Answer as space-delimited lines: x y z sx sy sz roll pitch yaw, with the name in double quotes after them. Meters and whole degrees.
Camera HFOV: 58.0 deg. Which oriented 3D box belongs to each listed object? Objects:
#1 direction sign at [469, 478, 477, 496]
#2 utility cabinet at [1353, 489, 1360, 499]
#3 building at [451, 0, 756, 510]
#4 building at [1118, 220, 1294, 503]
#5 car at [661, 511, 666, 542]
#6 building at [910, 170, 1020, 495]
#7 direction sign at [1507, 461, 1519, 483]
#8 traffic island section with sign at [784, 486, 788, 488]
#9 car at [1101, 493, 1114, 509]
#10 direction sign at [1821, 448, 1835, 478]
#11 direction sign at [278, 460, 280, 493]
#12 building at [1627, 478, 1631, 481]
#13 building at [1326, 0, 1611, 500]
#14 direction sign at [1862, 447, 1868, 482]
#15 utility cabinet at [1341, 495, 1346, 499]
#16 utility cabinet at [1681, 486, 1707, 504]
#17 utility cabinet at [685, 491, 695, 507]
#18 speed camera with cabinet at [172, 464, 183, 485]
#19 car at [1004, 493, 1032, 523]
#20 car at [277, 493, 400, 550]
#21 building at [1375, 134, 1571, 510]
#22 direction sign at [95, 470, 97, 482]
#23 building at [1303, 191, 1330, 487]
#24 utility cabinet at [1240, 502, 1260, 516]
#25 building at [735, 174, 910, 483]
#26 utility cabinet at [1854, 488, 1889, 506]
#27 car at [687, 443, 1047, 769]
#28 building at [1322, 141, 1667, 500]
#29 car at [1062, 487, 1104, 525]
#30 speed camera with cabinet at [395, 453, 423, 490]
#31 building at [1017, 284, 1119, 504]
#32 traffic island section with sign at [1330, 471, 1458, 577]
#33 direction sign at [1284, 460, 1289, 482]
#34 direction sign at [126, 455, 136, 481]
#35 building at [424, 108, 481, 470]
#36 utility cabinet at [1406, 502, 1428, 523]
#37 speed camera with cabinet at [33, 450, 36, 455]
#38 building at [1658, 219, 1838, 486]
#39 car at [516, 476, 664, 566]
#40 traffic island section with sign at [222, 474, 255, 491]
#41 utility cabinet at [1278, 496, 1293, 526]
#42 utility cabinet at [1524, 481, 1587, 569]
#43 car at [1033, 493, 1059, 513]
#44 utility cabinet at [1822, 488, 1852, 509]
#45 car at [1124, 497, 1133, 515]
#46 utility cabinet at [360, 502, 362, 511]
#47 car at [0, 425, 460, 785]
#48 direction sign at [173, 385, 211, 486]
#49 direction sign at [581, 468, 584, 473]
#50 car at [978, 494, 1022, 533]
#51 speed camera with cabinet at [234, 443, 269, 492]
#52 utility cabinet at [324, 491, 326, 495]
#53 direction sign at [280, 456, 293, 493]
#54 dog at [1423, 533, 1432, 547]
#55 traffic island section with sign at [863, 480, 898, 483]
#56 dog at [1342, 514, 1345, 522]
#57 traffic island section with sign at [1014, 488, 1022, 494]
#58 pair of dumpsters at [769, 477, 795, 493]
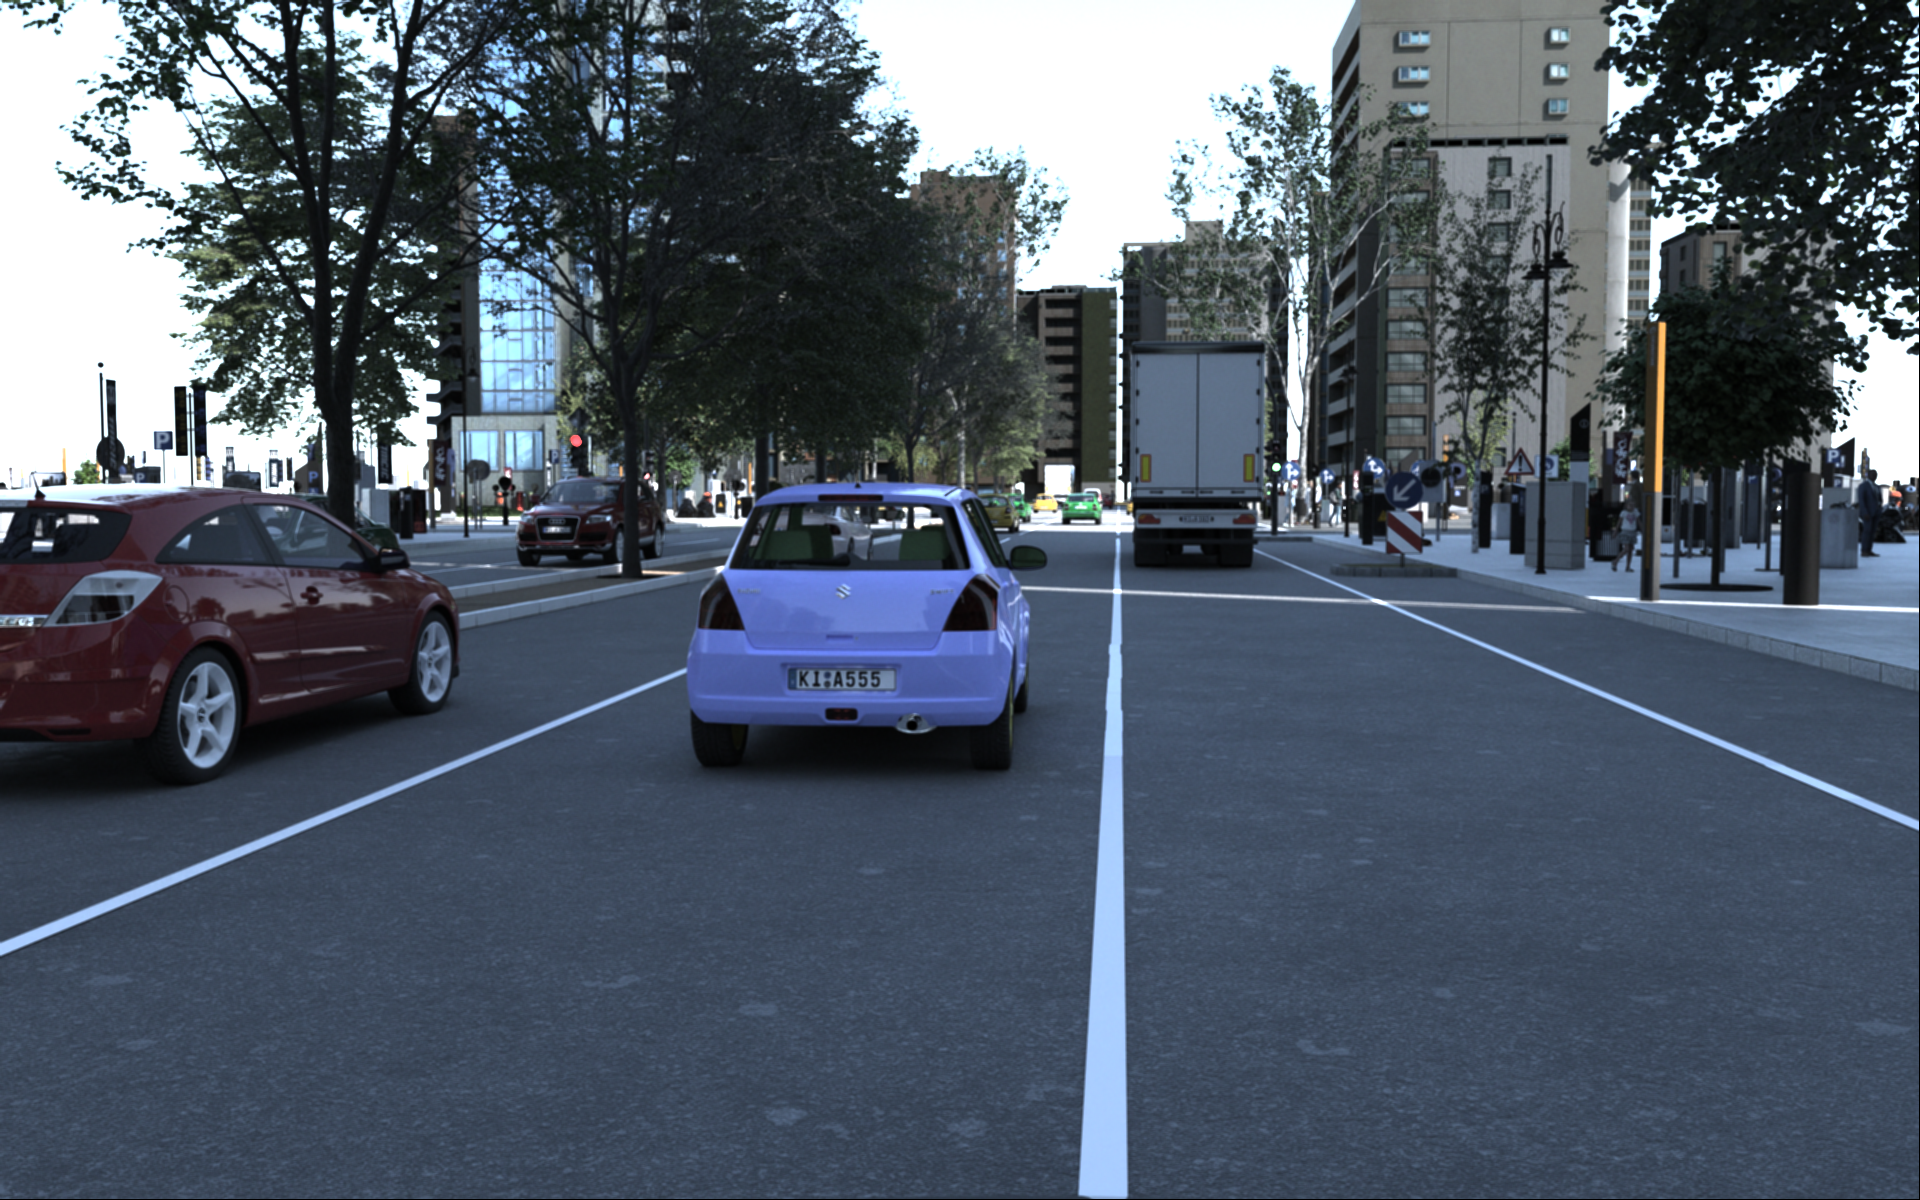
-36.211 -8.369 128.831 0.876 3.537 0.379 3 4 38 "direction sign"
18.172 -4.309 79.138 0.318 1.500 1.173 0 4 7 "utility cabinet"
-30.653 -51.480 154.377 22.319 86.520 31.000 0 4 5 "building"
34.834 -34.044 248.492 23.993 40.220 32.217 0 4 5 "building"
-9.356 -2.169 47.465 2.014 1.417 4.499 0 4 6 "car"
0.931 -36.216 242.243 14.200 45.320 14.600 0 4 5 "building"
38.170 -7.792 119.392 0.876 3.537 0.379 1 4 21 "direction sign"
-8.862 -4.881 88.436 1.989 1.847 2.006 0 4 5 "traffic island section with sign"
13.761 -9.679 167.286 2.155 1.783 4.494 0 4 4 "car"
42.568 -5.689 85.013 0.379 3.537 0.876 -1 4 -16 "direction sign"
-44.658 -7.428 113.449 0.876 3.537 0.379 1 4 14 "direction sign"
82.264 -35.770 234.952 14.200 45.320 14.600 0 4 5 "building"
46.236 -32.823 160.360 21.300 48.544 21.600 0 4 5 "building"
43.605 -5.597 83.500 0.379 3.537 0.876 3 4 39 "direction sign"
22.024 -5.449 100.246 0.306 1.237 1.020 -1 4 -12 "utility cabinet"
20.602 -2.479 49.216 0.318 1.500 1.173 -3 5 -42 "utility cabinet"
-18.109 -6.584 116.333 0.318 1.500 1.173 1 4 10 "utility cabinet"
-50.492 -7.191 111.910 0.660 3.252 2.038 -2 4 -29 "speed camera with cabinet"
2.614 -4.813 87.487 1.959 1.807 4.718 0 4 6 "car"
-8.423 -0.563 21.003 2.131 1.459 4.920 0 4 5 "car"
41.527 -22.736 143.427 14.160 30.474 14.107 0 4 5 "building"
-64.460 -8.348 128.491 0.379 3.537 0.876 3 5 44 "direction sign"
61.130 -35.821 240.301 28.867 44.769 22.147 0 4 5 "building"
16.697 -5.579 99.896 1.173 1.500 0.318 -1 4 -9 "utility cabinet"
-20.282 -36.294 248.024 28.867 44.769 22.147 0 4 5 "building"
31.376 -3.116 59.629 0.318 1.500 1.173 -1 4 -17 "utility cabinet"
-0.459 -0.047 10.361 1.945 1.707 3.694 0 4 4 "car"
54.668 -30.019 182.692 32.217 40.220 23.993 0 4 5 "building"
5.794 -4.473 81.936 1.959 1.807 4.718 0 4 6 "car"
-26.959 -5.473 83.819 0.660 3.252 2.038 1 4 11 "speed camera with cabinet"
15.056 -28.749 241.743 14.107 30.474 14.160 0 4 5 "building"
7.655 -1.355 30.781 1.989 1.847 2.006 0 4 5 "traffic island section with sign"
22.234 -7.634 116.810 0.876 3.537 0.379 -1 4 -21 "direction sign"
-47.734 -6.594 99.804 0.876 3.537 0.379 2 4 35 "direction sign"
-51.444 -33.459 197.165 14.200 45.320 14.600 0 4 5 "building"
20.462 -4.071 77.723 1.020 1.237 0.306 0 4 -5 "utility cabinet"
-42.329 -5.111 77.895 2.038 3.252 0.660 -2 4 -31 "speed camera with cabinet"
83.921 -25.328 185.821 14.107 30.474 14.160 0 4 5 "building"
-7.629 -1.678 36.108 2.281 1.827 5.304 0 4 4 "car"
-13.959 -1.482 32.862 1.989 1.847 2.006 0 4 5 "traffic island section with sign"
13.124 -3.615 70.273 0.306 1.237 1.020 -1 4 -22 "utility cabinet"
10.244 -1.291 29.793 0.318 1.500 1.173 -1 4 -22 "utility cabinet"
6.508 -7.446 131.962 2.015 1.641 3.980 0 4 6 "car"
29.803 -3.092 59.229 1.173 1.500 0.318 1 4 20 "utility cabinet"
12.237 -6.615 118.374 2.015 1.641 3.980 0 4 5 "car"
-26.586 -4.234 77.901 1.173 1.500 0.318 2 4 33 "utility cabinet"
-4.443 -0.065 10.097 2.155 1.783 4.494 0 4 6 "car"
-16.016 -2.698 36.114 0.876 3.537 0.379 1 4 23 "direction sign"
-15.078 -4.703 68.895 0.379 3.537 0.876 0 3 0 "direction sign"
1.284 -3.321 64.515 2.015 1.641 3.980 0 4 6 "car"
-27.328 -4.432 66.795 0.660 3.252 2.038 -3 5 -44 "speed camera with cabinet"
-48.820 -7.672 134.114 1.173 1.500 0.318 2 4 25 "utility cabinet"
-40.272 -6.856 104.086 0.876 3.537 0.379 3 5 43 "direction sign"
11.369 -1.526 42.694 0.550 0.427 0.748 1 4 20 "dog"
-2.297 -3.317 62.372 2.006 1.907 1.989 0 4 5 "traffic island section with sign"
17.489 -3.760 79.208 0.550 0.427 0.748 2 4 25 "dog"
4.566 -7.894 137.197 2.006 1.907 1.989 0 4 5 "traffic island section with sign"
-10.369 -5.922 99.323 1.574 2.255 4.437 0 4 5 "pair of dumpsters"
